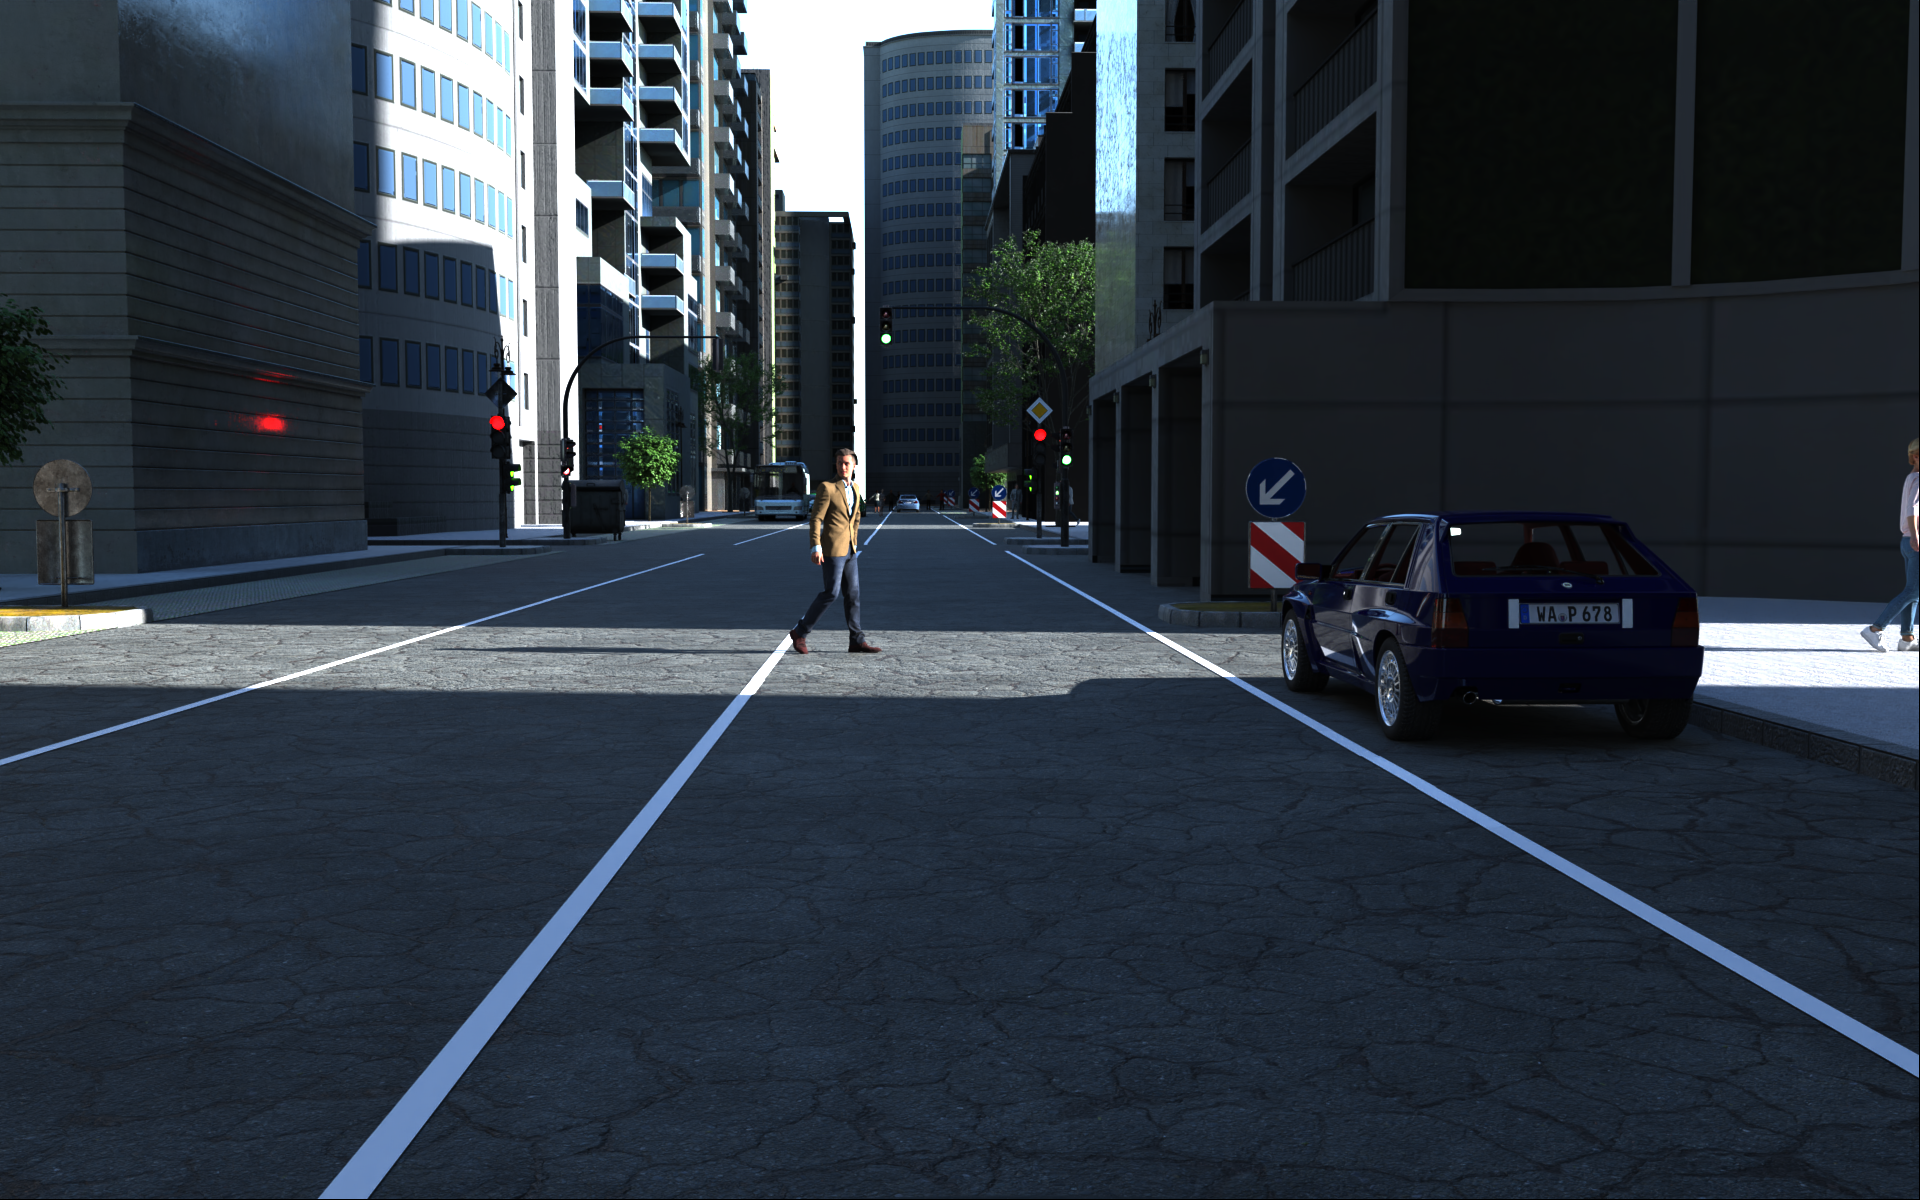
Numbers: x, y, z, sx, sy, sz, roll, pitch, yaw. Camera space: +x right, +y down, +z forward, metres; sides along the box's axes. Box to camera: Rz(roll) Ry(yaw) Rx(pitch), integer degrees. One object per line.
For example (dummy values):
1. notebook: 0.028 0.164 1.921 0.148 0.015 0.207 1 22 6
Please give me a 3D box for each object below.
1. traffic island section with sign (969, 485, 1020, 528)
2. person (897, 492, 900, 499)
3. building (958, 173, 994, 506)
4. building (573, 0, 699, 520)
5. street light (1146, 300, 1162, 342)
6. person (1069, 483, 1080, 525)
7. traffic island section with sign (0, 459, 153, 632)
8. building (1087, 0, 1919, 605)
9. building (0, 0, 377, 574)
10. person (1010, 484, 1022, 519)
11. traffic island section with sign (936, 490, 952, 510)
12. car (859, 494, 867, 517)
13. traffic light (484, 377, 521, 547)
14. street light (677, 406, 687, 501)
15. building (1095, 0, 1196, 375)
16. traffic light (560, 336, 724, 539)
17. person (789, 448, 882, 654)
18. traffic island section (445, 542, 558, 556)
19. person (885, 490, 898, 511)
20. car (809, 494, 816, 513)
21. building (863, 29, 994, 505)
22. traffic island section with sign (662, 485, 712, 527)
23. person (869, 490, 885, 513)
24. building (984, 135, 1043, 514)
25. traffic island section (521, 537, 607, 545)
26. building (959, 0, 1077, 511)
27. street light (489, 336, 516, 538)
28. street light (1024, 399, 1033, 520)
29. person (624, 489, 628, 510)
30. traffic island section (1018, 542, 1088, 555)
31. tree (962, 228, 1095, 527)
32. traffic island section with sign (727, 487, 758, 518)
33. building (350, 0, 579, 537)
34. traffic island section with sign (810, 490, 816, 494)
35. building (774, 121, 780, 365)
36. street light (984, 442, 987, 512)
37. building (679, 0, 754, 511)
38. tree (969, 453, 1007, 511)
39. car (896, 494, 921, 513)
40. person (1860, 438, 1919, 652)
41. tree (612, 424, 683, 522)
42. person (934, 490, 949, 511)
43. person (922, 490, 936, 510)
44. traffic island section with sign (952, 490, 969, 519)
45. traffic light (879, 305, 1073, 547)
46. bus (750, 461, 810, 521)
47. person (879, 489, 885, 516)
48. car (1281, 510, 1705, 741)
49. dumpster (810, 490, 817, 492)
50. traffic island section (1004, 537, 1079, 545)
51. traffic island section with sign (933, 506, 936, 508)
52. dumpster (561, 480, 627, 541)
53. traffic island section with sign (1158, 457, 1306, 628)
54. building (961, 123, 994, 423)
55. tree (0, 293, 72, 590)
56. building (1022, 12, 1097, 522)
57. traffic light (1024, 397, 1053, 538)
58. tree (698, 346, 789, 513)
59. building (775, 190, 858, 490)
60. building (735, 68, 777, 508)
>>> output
1. traffic island section with sign: 1.547 -4.049 74.828 1.989 1.847 2.006 0 4 -2
2. person: -6.631 -11.094 190.706 0.721 1.723 1.217 1 4 23
3. building: 16.114 -29.571 175.370 32.217 40.220 23.993 0 4 -2
4. building: -26.257 -48.054 98.356 22.319 86.520 31.000 0 4 -2
5. street light: 4.638 -4.194 41.354 0.468 5.910 1.993 0 4 -2
6. person: 4.511 -3.970 70.793 0.795 1.843 0.661 -1 4 -10
7. traffic island section with sign: -10.011 -0.626 18.855 1.989 1.847 2.006 0 4 -2
8. building: 13.256 -35.874 24.785 20.563 71.187 20.611 0 4 -2
9. building: -30.372 -13.107 33.377 34.723 24.649 14.460 0 4 -2
10. person: 2.902 -5.092 89.401 0.635 1.810 0.391 0 4 -2
11. traffic island section with sign: -0.891 -8.780 152.176 1.989 1.847 2.006 0 4 -2
12. car: -6.853 -6.129 109.004 1.959 1.807 4.718 0 4 0
13. traffic light: -11.025 -3.228 41.702 0.839 4.253 0.868 0 4 -2
14. street light: -14.678 -7.245 91.245 0.468 5.910 1.993 0 4 -2
15. building: 13.205 -12.205 54.298 16.860 20.320 10.420 0 4 -2
16. traffic light: -9.189 -4.594 49.784 4.771 5.953 1.251 0 4 -2
17. person: -1.127 -0.435 15.531 0.836 1.842 0.656 0 4 3
18. traffic island section: -11.065 -1.196 41.835 2.009 0.180 2.903 0 4 -2
19. person: -5.835 -8.469 147.098 1.348 1.807 0.705 -2 4 -32
20. car: -10.250 -6.381 116.124 2.131 1.459 4.920 0 4 -4
21. building: 2.056 -41.400 218.887 28.212 58.520 21.231 0 4 -2
22. traffic island section with sign: -11.793 -4.055 74.931 1.989 1.847 2.006 0 4 -2
23. person: -6.340 -7.499 131.888 1.217 1.735 0.721 -1 4 -12
24. building: 9.323 -17.785 109.845 14.314 24.678 30.058 0 4 -2
25. traffic island section: -11.317 -1.684 49.817 2.009 0.180 2.903 0 4 -2
26. building: 11.571 -50.961 145.881 22.319 86.520 31.000 0 4 -2
27. street light: -13.331 -4.759 50.595 0.468 5.910 1.993 0 4 -2
28. street light: 3.294 -6.825 84.379 0.468 5.910 1.993 0 4 -2
29. person: -16.466 -4.782 84.328 0.635 1.810 0.391 0 4 -7
30. traffic island section: 2.570 -1.222 42.260 2.009 0.180 2.903 0 4 -2
31. tree: 3.892 -8.655 67.259 9.928 11.665 9.643 0 3 0
32. traffic island section with sign: -12.636 -5.703 101.873 1.989 1.847 2.006 0 4 -2
33. building: -27.105 -31.782 61.629 21.231 58.520 28.212 0 4 -2
34. traffic island section with sign: -15.068 -10.417 178.944 1.989 1.847 2.006 0 4 -2
35. building: -32.937 -32.706 189.362 28.867 44.769 22.147 0 4 -2
36. street light: 1.900 -9.306 124.946 0.468 5.910 1.993 0 4 -2
37. building: -28.805 -31.765 138.959 23.786 49.044 30.456 0 4 -2
38. tree: 2.179 -8.847 128.358 4.285 4.588 4.351 0 3 0
39. car: -4.037 -7.515 134.872 2.014 1.417 4.499 0 4 -1
40. person: 7.657 -0.449 14.052 0.598 1.740 0.731 1 4 10
41. tree: -14.683 -5.971 81.335 4.285 4.588 4.351 0 3 0
42. person: -1.572 -8.634 149.606 1.348 1.831 0.705 1 4 17
43. person: -2.799 -8.964 155.075 1.348 1.823 0.705 -1 4 -22
44. traffic island section with sign: 0.688 -5.697 101.769 1.989 1.847 2.006 0 4 -2
45. traffic light: 0.441 -4.114 41.937 4.771 5.953 1.251 0 4 -2
46. bus: -9.808 -6.191 96.081 2.948 3.499 13.247 0 4 -3
47. person: -4.982 -6.247 110.977 0.374 1.781 0.599 3 5 40
48. car: 3.294 0.070 11.433 1.945 1.354 3.894 0 4 -2
49. dumpster: -15.419 -10.714 183.396 1.865 1.857 1.264 0 4 -2
50. traffic island section: 2.317 -1.710 50.241 2.009 0.180 2.903 0 4 -2
51. traffic island section with sign: -1.749 -10.428 179.118 1.989 1.847 2.006 0 4 -2
52. dumpster: -11.186 -2.733 52.896 1.865 1.857 1.264 0 4 -2
53. traffic island section with sign: 3.297 -0.668 19.550 1.989 1.847 2.006 0 4 -2
54. building: 7.076 -31.222 194.067 14.154 41.232 14.086 0 4 -2
55. tree: -13.365 -2.384 22.701 4.285 4.588 4.351 0 3 0
56. building: 9.807 -15.737 86.985 12.332 23.373 15.834 0 4 -2
57. traffic light: 2.277 -3.743 50.126 0.839 4.253 0.868 0 4 -2
58. tree: -15.968 -11.934 120.878 9.928 11.665 9.643 0 3 0
59. building: -25.493 -32.526 223.681 23.993 40.220 32.217 0 4 -2
60. building: -24.754 -29.240 161.661 14.154 41.232 14.086 0 4 -2
